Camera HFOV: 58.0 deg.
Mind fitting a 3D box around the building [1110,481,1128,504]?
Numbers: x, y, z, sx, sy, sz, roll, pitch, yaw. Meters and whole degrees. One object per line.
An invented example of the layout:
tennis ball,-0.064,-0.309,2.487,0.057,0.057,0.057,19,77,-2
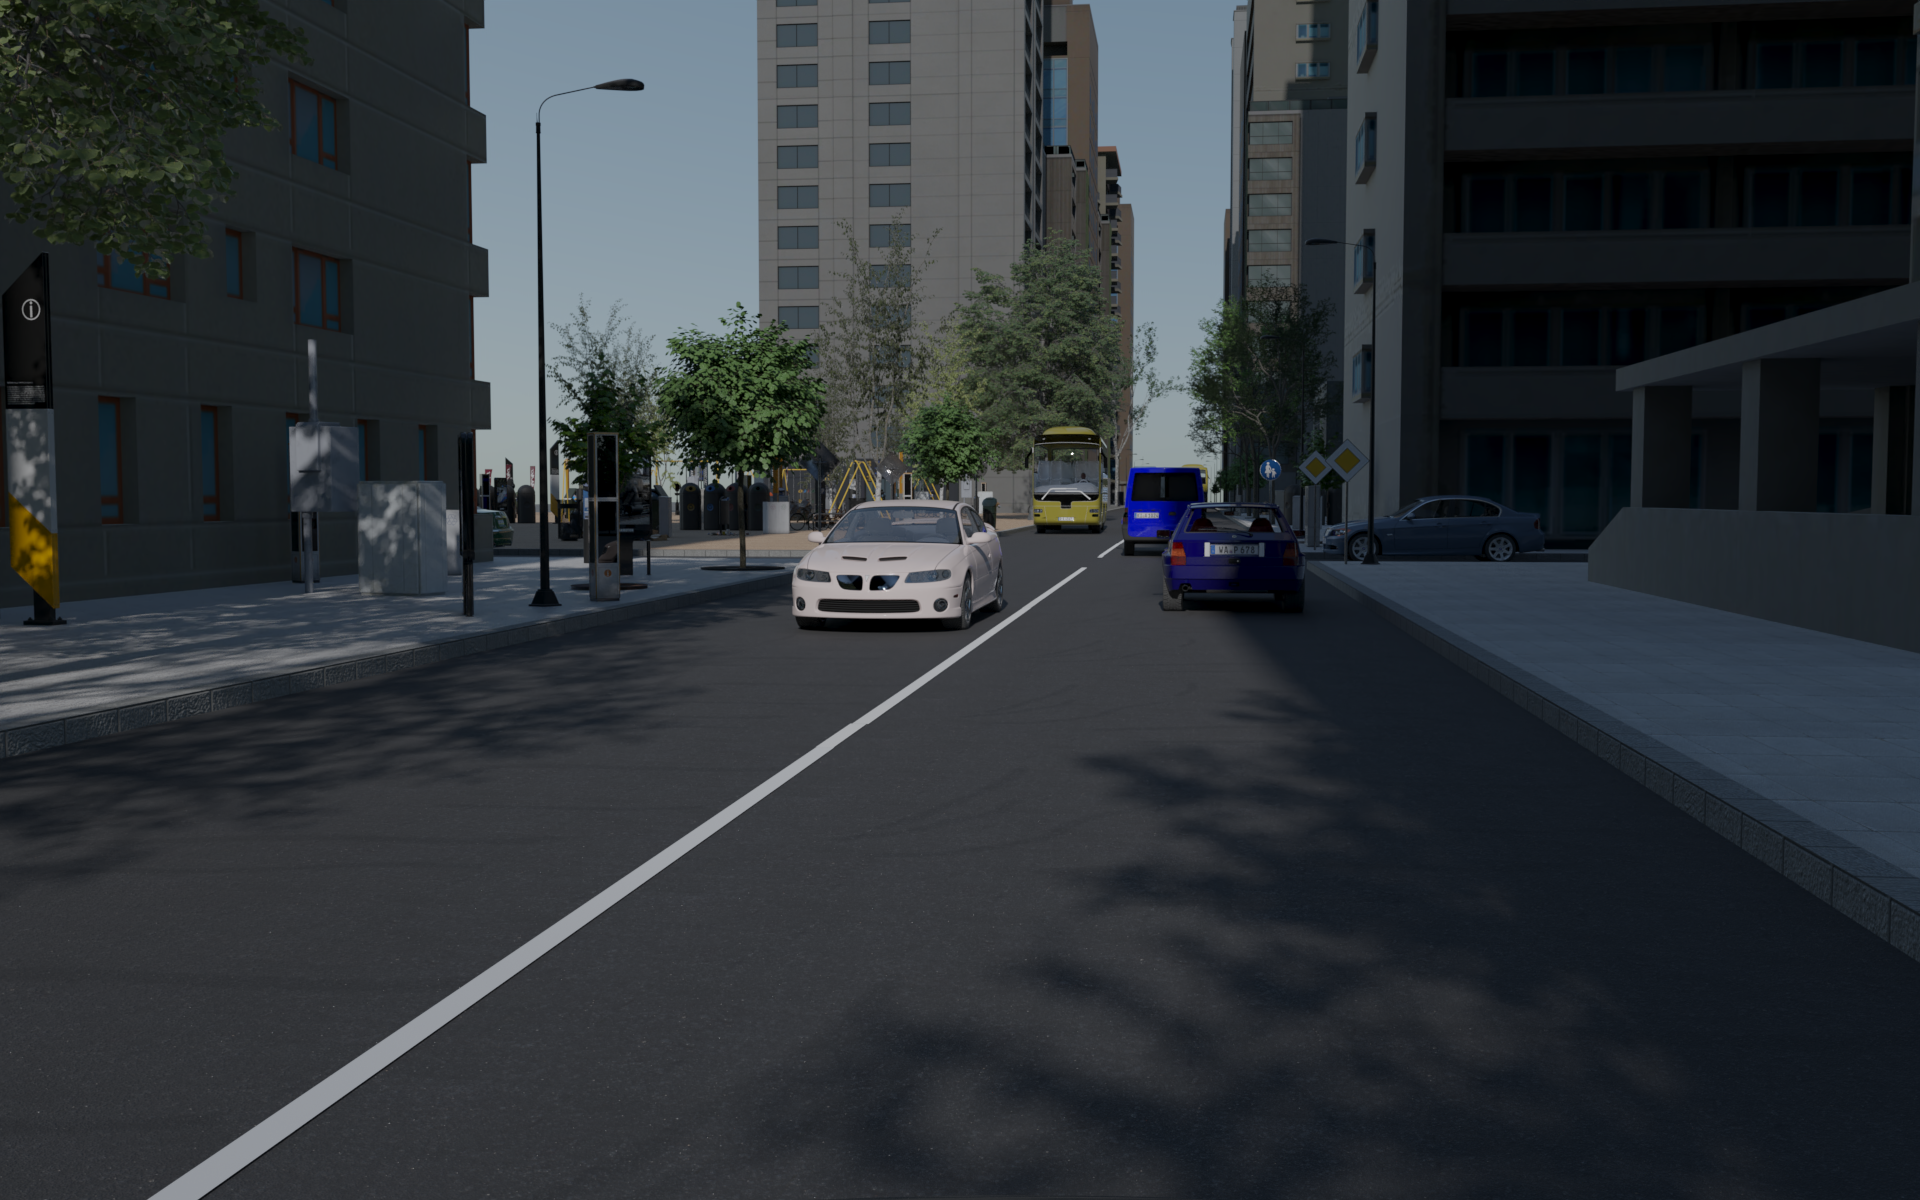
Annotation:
building,7.680,-33.639,241.885,32.217,40.220,23.993,0,4,8

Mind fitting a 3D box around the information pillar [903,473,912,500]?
information pillar,-1.835,-3.414,60.305,0.304,2.012,0.304,0,4,-8

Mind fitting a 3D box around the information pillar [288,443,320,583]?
information pillar,-9.454,-1.253,24.976,0.304,2.012,0.304,3,5,44

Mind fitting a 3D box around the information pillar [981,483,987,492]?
information pillar,1.573,-6.650,113.221,0.304,2.012,0.304,1,4,17

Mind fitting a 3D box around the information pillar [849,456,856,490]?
information pillar,-5.945,-6.400,95.991,0.183,3.616,0.504,-3,4,-38

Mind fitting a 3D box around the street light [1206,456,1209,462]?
street light,30.621,-14.540,210.275,1.470,5.913,1.316,0,4,8

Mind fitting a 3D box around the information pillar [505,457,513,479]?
information pillar,-28.564,-7.242,109.757,0.504,3.616,0.183,0,4,0

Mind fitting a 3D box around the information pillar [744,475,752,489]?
information pillar,-8.187,-3.789,66.434,0.304,2.012,0.304,2,4,35

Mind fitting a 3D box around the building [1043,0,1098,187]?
building,5.231,-31.056,157.874,14.600,45.320,14.200,0,4,8

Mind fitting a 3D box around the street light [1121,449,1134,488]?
street light,16.920,-12.586,178.320,1.470,5.913,1.316,0,4,8

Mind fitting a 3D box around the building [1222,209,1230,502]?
building,46.952,-37.477,262.858,14.600,45.320,14.200,0,4,8

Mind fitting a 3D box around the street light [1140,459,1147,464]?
street light,23.698,-15.750,230.057,1.470,5.913,1.316,0,4,8

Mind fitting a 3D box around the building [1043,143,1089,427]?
building,3.264,-22.770,143.996,14.160,30.474,14.107,0,4,8

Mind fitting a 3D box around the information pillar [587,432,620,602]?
information pillar,-4.273,-0.996,20.772,0.304,2.012,0.304,-2,4,-28

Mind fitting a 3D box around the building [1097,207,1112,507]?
building,7.671,-24.499,172.255,14.160,30.474,14.107,0,4,8

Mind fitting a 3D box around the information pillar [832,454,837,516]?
information pillar,-7.419,-6.780,102.213,0.183,3.616,0.504,1,4,15

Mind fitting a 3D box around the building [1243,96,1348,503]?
building,28.384,-21.905,129.852,14.160,30.474,14.107,0,4,8

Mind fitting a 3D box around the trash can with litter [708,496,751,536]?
trash can with litter,-7.102,-2.641,54.237,1.678,1.210,2.233,1,4,20

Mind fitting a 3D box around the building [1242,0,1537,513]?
building,35.140,-31.968,146.381,21.300,48.544,21.600,0,4,8

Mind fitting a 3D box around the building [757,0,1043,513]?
building,-2.305,-42.065,126.013,20.563,71.187,20.611,0,4,8

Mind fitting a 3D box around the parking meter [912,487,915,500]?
parking meter,-1.821,-3.303,62.423,0.372,1.533,0.369,0,3,0

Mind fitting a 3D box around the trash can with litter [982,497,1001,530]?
trash can with litter,1.049,-3.043,61.138,0.624,1.170,1.055,1,4,11

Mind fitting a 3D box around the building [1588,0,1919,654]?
building,24.317,-19.784,15.347,32.217,40.220,23.993,0,4,8

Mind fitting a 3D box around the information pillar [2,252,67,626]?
information pillar,-9.059,-1.563,16.903,0.504,3.616,0.183,1,4,12

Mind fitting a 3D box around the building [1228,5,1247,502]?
building,43.422,-40.903,210.769,21.231,58.520,28.212,0,4,8

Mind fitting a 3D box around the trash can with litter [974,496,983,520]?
trash can with litter,0.861,-4.590,86.105,1.678,1.210,2.233,-1,4,-21

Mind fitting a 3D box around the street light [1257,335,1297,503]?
street light,9.481,-4.783,50.737,1.470,5.913,1.316,0,4,8

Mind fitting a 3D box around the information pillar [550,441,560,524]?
information pillar,-17.453,-5.093,74.617,0.183,3.616,0.504,2,4,32

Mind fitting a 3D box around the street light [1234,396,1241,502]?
street light,13.610,-6.701,82.104,1.470,5.913,1.316,0,4,8

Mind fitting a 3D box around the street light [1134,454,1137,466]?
street light,19.641,-13.845,198.903,1.470,5.913,1.316,0,4,8

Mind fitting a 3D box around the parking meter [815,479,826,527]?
parking meter,-5.368,-3.728,66.659,0.255,1.863,0.399,3,4,36

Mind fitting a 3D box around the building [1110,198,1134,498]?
building,18.890,-37.308,260.088,14.600,45.320,14.200,0,4,8

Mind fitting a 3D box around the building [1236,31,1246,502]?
building,33.627,-31.474,164.704,14.600,45.320,14.200,0,4,8

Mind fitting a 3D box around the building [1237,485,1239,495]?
building,35.808,-30.287,178.780,14.154,41.232,14.086,0,4,8

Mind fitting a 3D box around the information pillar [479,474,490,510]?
information pillar,-17.188,-3.559,62.681,0.304,2.012,0.304,-2,4,-31

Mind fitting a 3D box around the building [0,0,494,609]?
building,-25.064,-10.742,20.678,28.899,21.520,27.650,0,4,8

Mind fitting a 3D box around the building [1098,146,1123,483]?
building,8.636,-34.242,214.472,22.147,44.769,28.867,0,4,8

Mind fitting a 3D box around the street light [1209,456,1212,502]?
street light,23.581,-11.283,157.017,1.470,5.913,1.316,0,4,8

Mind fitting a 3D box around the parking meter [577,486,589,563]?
parking meter,-6.806,-1.452,32.145,0.372,1.533,0.369,0,3,0

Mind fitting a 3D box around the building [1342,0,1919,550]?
building,21.836,-25.906,47.267,21.600,48.544,21.300,0,4,8

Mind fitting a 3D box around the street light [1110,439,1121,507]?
street light,12.708,-10.683,147.202,1.470,5.913,1.316,0,4,8

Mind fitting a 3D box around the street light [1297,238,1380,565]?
street light,6.961,-3.608,31.536,1.470,5.913,1.316,0,4,8

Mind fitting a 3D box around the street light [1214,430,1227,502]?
street light,19.478,-9.394,126.129,1.470,5.913,1.316,0,4,8

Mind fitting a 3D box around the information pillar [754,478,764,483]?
information pillar,-8.365,-4.933,72.015,0.504,3.616,0.183,2,4,29

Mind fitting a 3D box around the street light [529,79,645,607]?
street light,-4.219,-2.878,19.597,1.470,5.913,1.316,0,4,8

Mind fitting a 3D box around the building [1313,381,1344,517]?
building,31.262,-47.537,89.900,22.319,86.520,31.000,0,4,8
